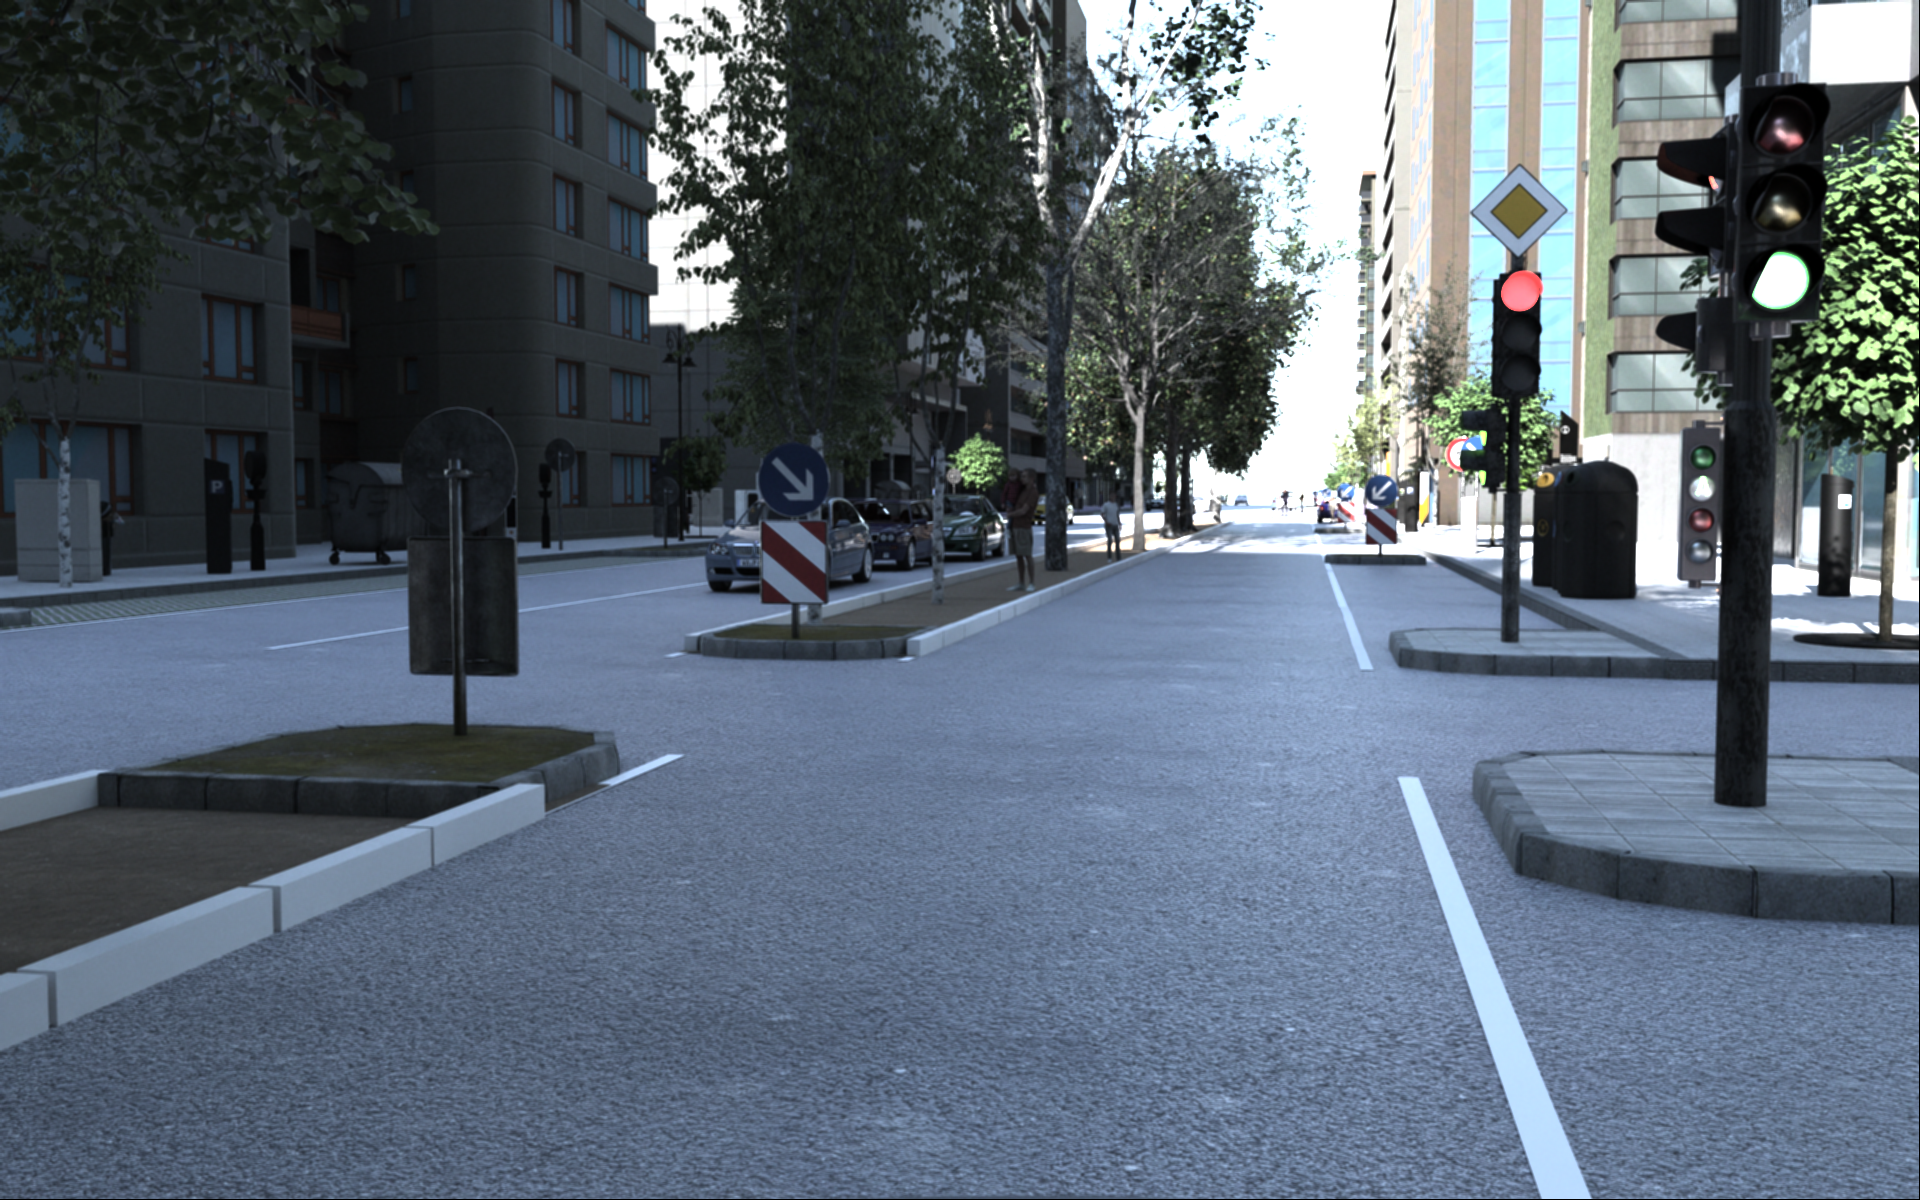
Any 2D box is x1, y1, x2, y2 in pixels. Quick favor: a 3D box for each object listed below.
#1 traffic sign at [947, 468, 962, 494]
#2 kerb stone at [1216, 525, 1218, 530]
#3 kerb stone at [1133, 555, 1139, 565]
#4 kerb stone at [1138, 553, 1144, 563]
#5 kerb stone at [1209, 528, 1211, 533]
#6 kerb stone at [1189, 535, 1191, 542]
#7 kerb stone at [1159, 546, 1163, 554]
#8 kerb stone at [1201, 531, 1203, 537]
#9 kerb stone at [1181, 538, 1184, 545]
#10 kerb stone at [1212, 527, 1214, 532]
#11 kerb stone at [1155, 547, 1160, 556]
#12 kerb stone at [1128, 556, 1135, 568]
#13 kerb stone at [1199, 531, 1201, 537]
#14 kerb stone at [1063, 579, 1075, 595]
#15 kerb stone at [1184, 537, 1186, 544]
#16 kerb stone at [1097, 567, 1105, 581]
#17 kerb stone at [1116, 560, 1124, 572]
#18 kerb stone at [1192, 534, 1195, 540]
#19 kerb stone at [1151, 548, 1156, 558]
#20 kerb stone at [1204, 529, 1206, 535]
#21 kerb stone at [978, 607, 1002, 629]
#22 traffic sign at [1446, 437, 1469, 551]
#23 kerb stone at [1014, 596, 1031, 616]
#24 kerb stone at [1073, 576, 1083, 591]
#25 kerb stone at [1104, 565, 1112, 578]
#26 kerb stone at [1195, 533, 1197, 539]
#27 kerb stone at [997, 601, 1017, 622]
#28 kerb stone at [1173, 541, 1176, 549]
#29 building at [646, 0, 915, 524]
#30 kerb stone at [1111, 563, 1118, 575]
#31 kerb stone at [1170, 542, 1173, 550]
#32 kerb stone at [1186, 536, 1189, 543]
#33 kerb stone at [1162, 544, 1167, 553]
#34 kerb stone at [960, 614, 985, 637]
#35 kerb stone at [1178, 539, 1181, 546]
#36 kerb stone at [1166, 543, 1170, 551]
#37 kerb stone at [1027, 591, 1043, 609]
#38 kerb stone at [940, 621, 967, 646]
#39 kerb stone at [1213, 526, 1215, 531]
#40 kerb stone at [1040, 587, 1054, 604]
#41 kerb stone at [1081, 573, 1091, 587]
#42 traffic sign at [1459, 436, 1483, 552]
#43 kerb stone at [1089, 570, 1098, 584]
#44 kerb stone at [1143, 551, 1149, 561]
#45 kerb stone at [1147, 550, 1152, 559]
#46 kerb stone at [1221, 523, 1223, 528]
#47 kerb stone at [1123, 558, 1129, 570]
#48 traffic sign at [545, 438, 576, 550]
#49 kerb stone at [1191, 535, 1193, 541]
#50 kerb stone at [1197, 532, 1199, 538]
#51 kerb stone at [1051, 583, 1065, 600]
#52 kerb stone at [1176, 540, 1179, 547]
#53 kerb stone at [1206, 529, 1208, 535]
[{"bbox_3d":[-0.297,-5.225,85.540,0.768,2.556,0.104,1,4,12],"label":"traffic sign"},{"bbox_3d":[9.797,-2.737,67.045,0.120,0.150,1.000,1,4,11],"label":"kerb stone"},{"bbox_3d":[3.451,-0.773,34.829,0.120,0.150,1.000,1,4,11],"label":"kerb stone"},{"bbox_3d":[3.648,-0.832,35.832,0.120,0.150,1.000,1,4,11],"label":"kerb stone"},{"bbox_3d":[8.800,-2.435,62.012,0.120,0.150,1.000,1,4,11],"label":"kerb stone"},{"bbox_3d":[6.622,-1.758,50.941,0.120,0.150,1.000,1,4,11],"label":"kerb stone"},{"bbox_3d":[4.640,-1.138,40.868,0.120,0.150,1.000,1,4,11],"label":"kerb stone"},{"bbox_3d":[7.807,-2.126,56.973,0.120,0.150,1.000,1,4,11],"label":"kerb stone"},{"bbox_3d":[6.032,-1.574,47.926,0.120,0.150,1.000,1,4,11],"label":"kerb stone"},{"bbox_3d":[9.201,-2.554,64.022,0.120,0.150,1.000,1,4,11],"label":"kerb stone"},{"bbox_3d":[4.434,-1.080,39.859,0.120,0.150,1.000,1,4,11],"label":"kerb stone"},{"bbox_3d":[3.259,-0.708,33.820,0.120,0.150,1.000,1,4,11],"label":"kerb stone"},{"bbox_3d":[7.620,-2.066,55.968,0.120,0.150,1.000,1,4,11],"label":"kerb stone"},{"bbox_3d":[1.481,-0.157,24.769,0.120,0.150,1.000,1,4,11],"label":"kerb stone"},{"bbox_3d":[6.226,-1.632,48.930,0.120,0.150,1.000,1,4,11],"label":"kerb stone"},{"bbox_3d":[2.254,-0.403,28.793,0.120,0.150,1.000,1,4,11],"label":"kerb stone"},{"bbox_3d":[2.856,-0.588,31.811,0.120,0.150,1.000,1,4,11],"label":"kerb stone"},{"bbox_3d":[7.015,-1.881,52.952,0.120,0.150,1.000,1,4,11],"label":"kerb stone"},{"bbox_3d":[4.245,-1.019,38.852,0.120,0.150,1.000,1,4,11],"label":"kerb stone"},{"bbox_3d":[8.206,-2.250,58.978,0.120,0.150,1.000,1,4,11],"label":"kerb stone"},{"bbox_3d":[0.278,0.212,18.733,0.120,0.150,1.000,1,4,11],"label":"kerb stone"},{"bbox_3d":[11.239,-2.360,38.699,0.768,2.556,0.104,1,4,20],"label":"traffic sign"},{"bbox_3d":[0.687,0.089,20.745,0.120,0.150,1.000,1,4,11],"label":"kerb stone"},{"bbox_3d":[1.668,-0.219,25.774,0.120,0.150,1.000,1,4,11],"label":"kerb stone"},{"bbox_3d":[2.457,-0.464,29.798,0.120,0.150,1.000,1,4,11],"label":"kerb stone"},{"bbox_3d":[7.218,-1.943,53.956,0.120,0.150,1.000,1,4,11],"label":"kerb stone"},{"bbox_3d":[0.482,0.150,19.743,0.120,0.150,1.000,1,4,11],"label":"kerb stone"},{"bbox_3d":[5.434,-1.389,44.898,0.120,0.150,1.000,1,4,11],"label":"kerb stone"},{"bbox_3d":[-13.148,-39.444,83.163,20.563,71.187,20.611,1,4,11],"label":"building"},{"bbox_3d":[2.655,-0.526,30.801,0.120,0.150,1.000,1,4,11],"label":"kerb stone"},{"bbox_3d":[5.232,-1.324,43.894,0.120,0.150,1.000,1,4,11],"label":"kerb stone"},{"bbox_3d":[6.424,-1.697,49.937,0.120,0.150,1.000,1,4,11],"label":"kerb stone"},{"bbox_3d":[4.842,-1.204,41.877,0.120,0.150,1.000,1,4,11],"label":"kerb stone"},{"bbox_3d":[0.084,0.276,17.730,0.120,0.150,1.000,1,4,11],"label":"kerb stone"},{"bbox_3d":[5.830,-1.512,46.915,0.120,0.150,1.000,1,4,11],"label":"kerb stone"},{"bbox_3d":[5.048,-1.266,42.887,0.120,0.150,1.000,1,4,11],"label":"kerb stone"},{"bbox_3d":[0.873,0.027,21.750,0.120,0.150,1.000,1,4,11],"label":"kerb stone"},{"bbox_3d":[-0.114,0.334,16.727,0.120,0.150,1.000,1,4,11],"label":"kerb stone"},{"bbox_3d":[9.392,-2.614,65.026,0.120,0.150,1.000,1,4,11],"label":"kerb stone"},{"bbox_3d":[1.073,-0.034,22.752,0.120,0.150,1.000,1,4,11],"label":"kerb stone"},{"bbox_3d":[1.869,-0.275,26.786,0.120,0.150,1.000,1,4,11],"label":"kerb stone"},{"bbox_3d":[11.384,-2.327,38.159,0.768,2.556,0.104,1,4,20],"label":"traffic sign"},{"bbox_3d":[2.058,-0.341,27.790,0.120,0.150,1.000,1,4,11],"label":"kerb stone"},{"bbox_3d":[3.855,-0.896,36.844,0.120,0.150,1.000,1,4,11],"label":"kerb stone"},{"bbox_3d":[4.044,-0.957,37.850,0.120,0.150,1.000,1,4,11],"label":"kerb stone"},{"bbox_3d":[10.586,-2.985,71.058,0.120,0.150,1.000,1,4,11],"label":"kerb stone"},{"bbox_3d":[3.055,-0.647,32.818,0.120,0.150,1.000,1,4,11],"label":"kerb stone"},{"bbox_3d":[-9.117,-2.408,39.485,0.768,2.556,0.104,1,4,14],"label":"traffic sign"},{"bbox_3d":[6.819,-1.817,51.944,0.120,0.150,1.000,1,4,11],"label":"kerb stone"},{"bbox_3d":[7.417,-2.004,54.960,0.120,0.150,1.000,1,4,11],"label":"kerb stone"},{"bbox_3d":[1.273,-0.096,23.762,0.120,0.150,1.000,1,4,11],"label":"kerb stone"},{"bbox_3d":[5.629,-1.450,45.901,0.120,0.150,1.000,1,4,11],"label":"kerb stone"},{"bbox_3d":[8.406,-2.312,59.990,0.120,0.150,1.000,1,4,11],"label":"kerb stone"}]
